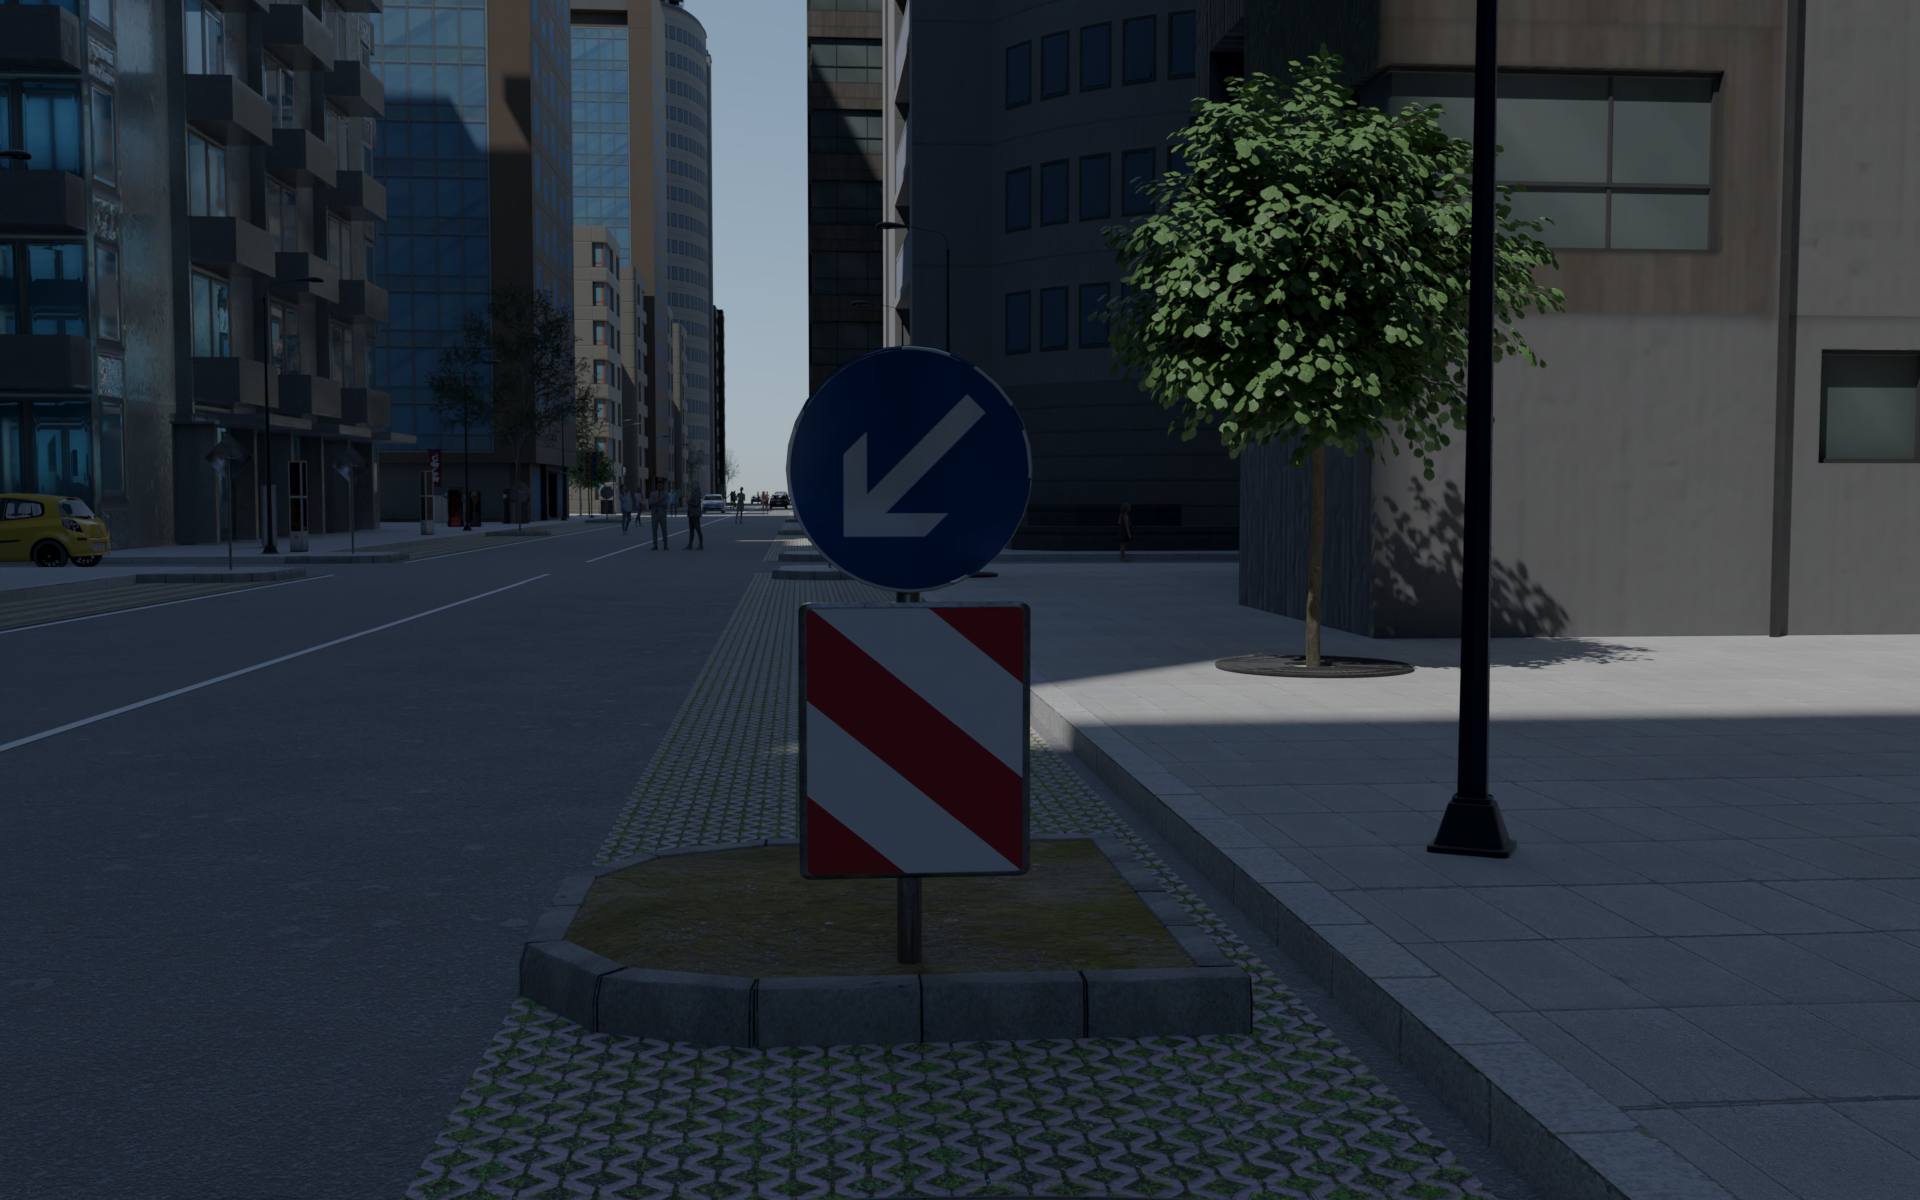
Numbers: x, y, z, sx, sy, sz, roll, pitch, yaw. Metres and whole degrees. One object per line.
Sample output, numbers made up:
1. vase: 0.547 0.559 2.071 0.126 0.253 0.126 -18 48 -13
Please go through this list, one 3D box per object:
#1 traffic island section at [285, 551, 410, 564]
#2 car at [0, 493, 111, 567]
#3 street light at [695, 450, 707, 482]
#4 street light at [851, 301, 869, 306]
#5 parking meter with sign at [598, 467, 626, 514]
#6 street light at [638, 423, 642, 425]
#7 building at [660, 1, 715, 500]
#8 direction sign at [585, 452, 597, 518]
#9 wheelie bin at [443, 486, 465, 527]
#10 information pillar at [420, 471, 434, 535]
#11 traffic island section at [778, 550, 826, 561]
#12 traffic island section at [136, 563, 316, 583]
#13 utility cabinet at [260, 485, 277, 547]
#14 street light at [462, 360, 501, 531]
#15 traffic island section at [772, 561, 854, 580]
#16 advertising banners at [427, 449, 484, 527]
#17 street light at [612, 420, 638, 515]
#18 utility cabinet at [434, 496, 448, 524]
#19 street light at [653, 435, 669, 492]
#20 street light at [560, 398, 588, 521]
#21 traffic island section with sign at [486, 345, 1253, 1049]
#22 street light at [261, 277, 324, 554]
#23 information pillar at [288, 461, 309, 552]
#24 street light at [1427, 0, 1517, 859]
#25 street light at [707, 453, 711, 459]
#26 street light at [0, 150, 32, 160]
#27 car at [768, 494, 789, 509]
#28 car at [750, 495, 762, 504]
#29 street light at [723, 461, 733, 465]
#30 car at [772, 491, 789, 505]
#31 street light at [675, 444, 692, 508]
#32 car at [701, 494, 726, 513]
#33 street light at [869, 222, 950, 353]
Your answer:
1. traffic island section: -13.016 -0.905 37.083 2.009 0.180 2.903 0 4 -5
2. car: -18.381 -1.388 32.912 3.980 1.641 2.015 0 4 -3
3. street light: -27.974 -12.947 184.219 1.470 5.913 1.316 0 4 -5
4. street light: -1.922 -4.237 41.812 1.470 5.913 1.316 0 4 -5
5. parking meter with sign: -22.446 -7.052 111.560 1.738 3.016 0.543 1 4 8
6. street light: -21.529 -8.617 113.434 1.470 5.913 1.316 0 4 -5
7. building: -40.785 -40.670 206.958 21.231 58.520 28.212 0 4 -5
8. direction sign: -19.923 -6.215 93.608 0.379 3.537 0.876 2 4 29
9. wheelie bin: -19.831 -3.681 68.093 0.980 1.594 0.693 0 4 -7
10. information pillar: -16.734 -3.050 54.367 0.304 2.012 0.304 3 4 38
11. traffic island section: -2.967 -0.961 37.998 2.009 0.180 2.903 0 4 -5
12. traffic island section: -12.285 -0.419 29.131 2.009 0.180 2.903 0 4 -5
13. utility cabinet: -16.615 -2.014 41.601 0.318 1.500 1.173 -2 4 -24
14. street light: -16.641 -5.366 60.276 1.470 5.913 1.316 0 4 -5
15. traffic island section: -2.236 -0.475 30.047 2.009 0.180 2.903 0 4 -5
16. advertising banners: -19.576 -4.343 67.192 2.074 3.025 0.090 -1 4 -9
17. street light: -21.063 -8.280 107.915 1.470 5.913 1.316 0 4 -5
18. utility cabinet: -22.687 -3.961 75.930 0.306 1.237 1.020 2 4 32
19. street light: -23.721 -10.067 137.141 1.470 5.913 1.316 0 4 -5
20. street light: -18.581 -6.786 83.484 1.470 5.913 1.316 0 4 -5
21. traffic island section with sign: -0.306 0.197 5.415 1.989 1.847 2.006 0 4 -5
22. street light: -14.290 -3.949 37.105 1.470 5.913 1.316 0 4 -5
23. information pillar: -14.644 -2.070 38.328 0.304 2.012 0.304 0 4 2
24. street light: 1.313 -2.049 6.044 1.470 5.913 1.316 0 4 -5
25. street light: -29.045 -13.652 195.743 1.470 5.913 1.316 0 4 -5
26. street light: -13.231 -3.116 23.483 1.470 5.913 1.316 0 4 -5
27. car: -17.463 -9.591 166.597 2.009 1.686 4.222 0 4 -7
28. car: -30.527 -15.149 260.264 1.945 1.354 3.894 0 4 -4
29. street light: -35.541 -17.939 265.843 1.470 5.913 1.316 0 4 -5
30. car: -23.126 -13.140 223.513 2.281 1.827 5.304 0 4 -7
31. street light: -25.781 -11.486 160.338 1.470 5.913 1.316 0 4 -5
32. car: -18.936 -7.396 132.929 2.014 1.417 4.499 0 4 -6
33. street light: -0.744 -3.499 29.753 1.470 5.913 1.316 0 4 -5
